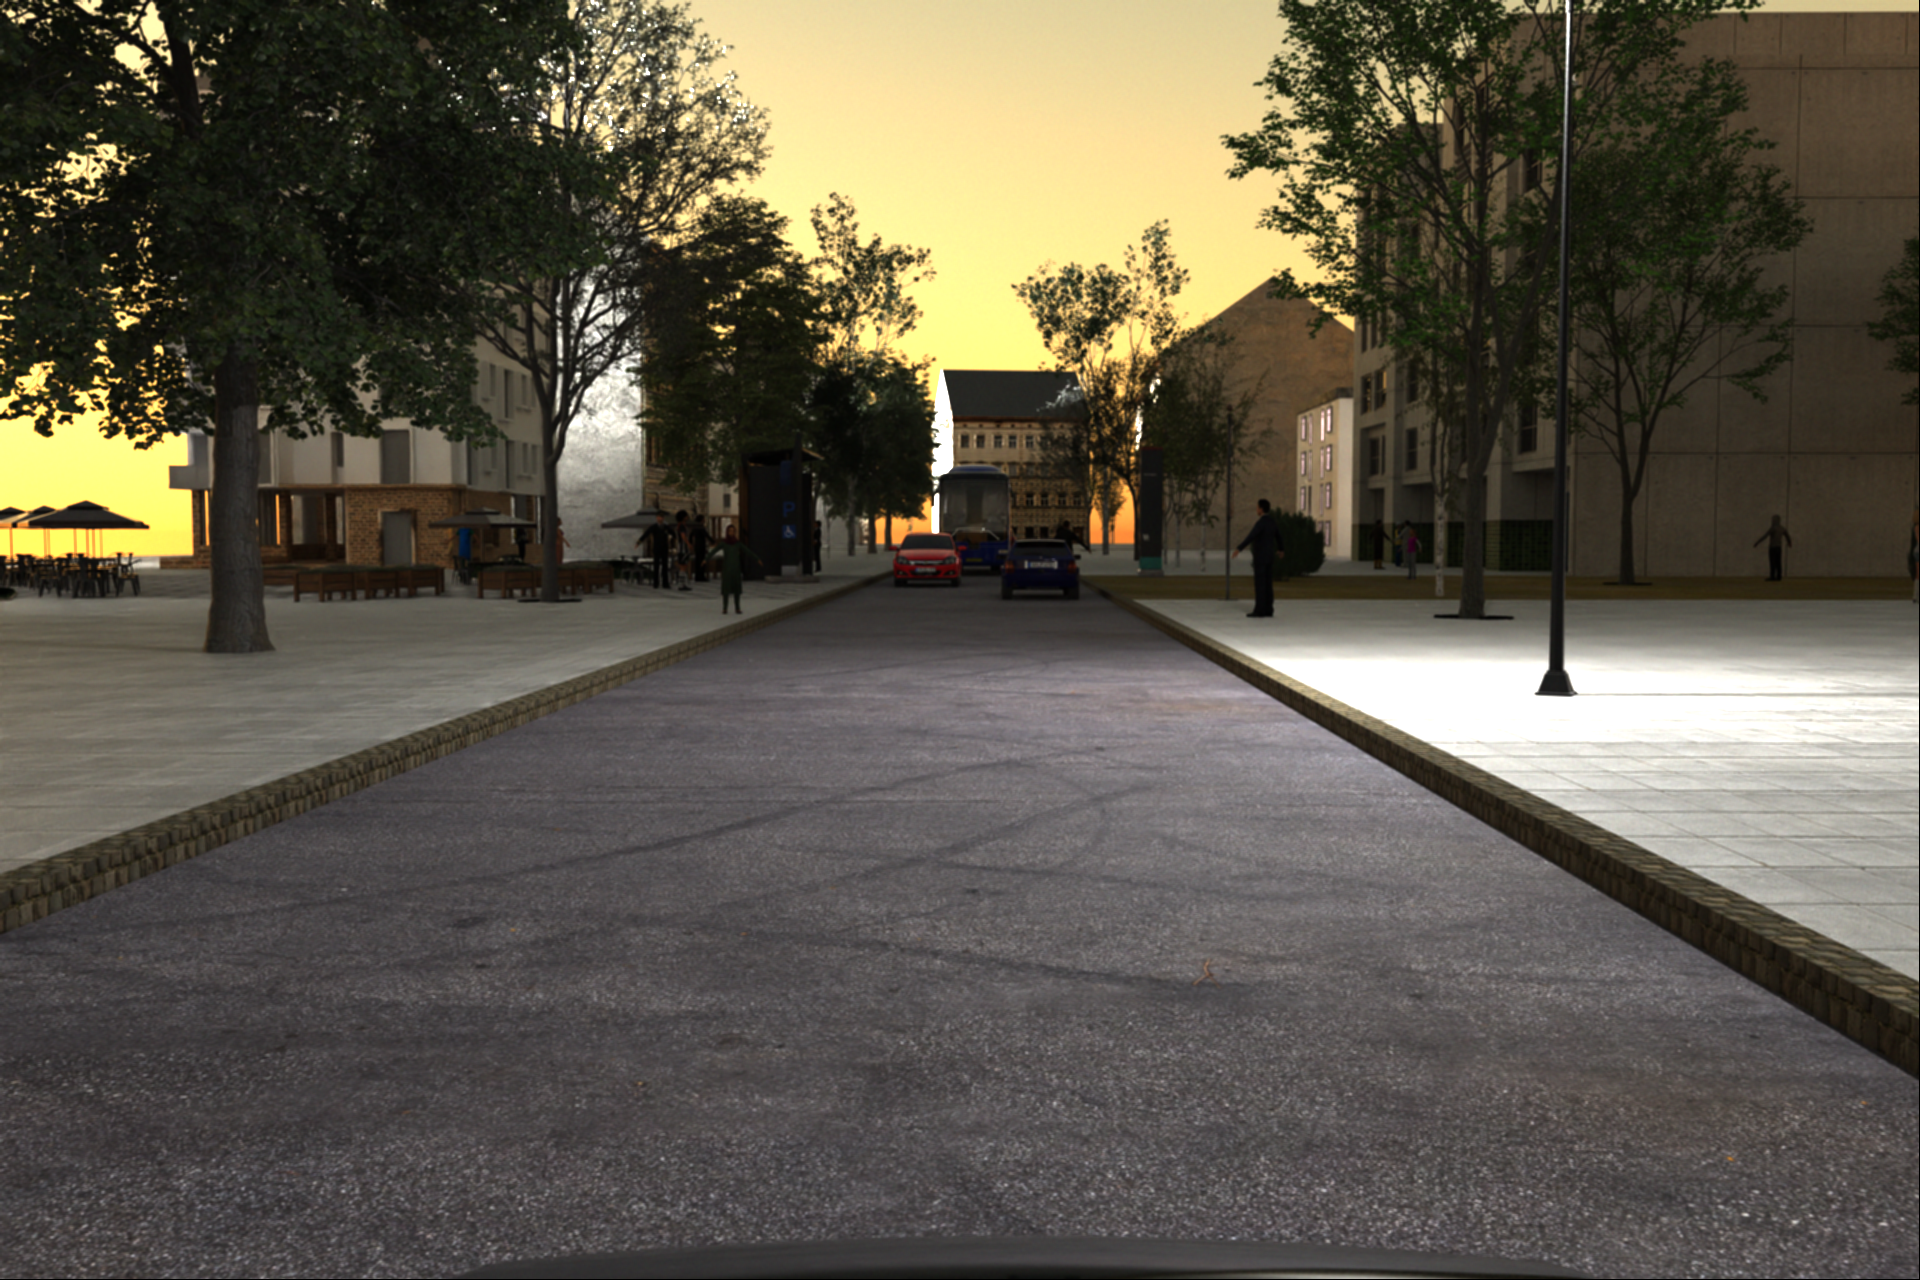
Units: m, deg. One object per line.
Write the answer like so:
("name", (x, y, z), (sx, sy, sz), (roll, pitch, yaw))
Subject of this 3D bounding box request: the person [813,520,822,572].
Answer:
("person", (-4.862, -3.146, 58.156), (0.721, 1.740, 1.216), (0, 4, -6))

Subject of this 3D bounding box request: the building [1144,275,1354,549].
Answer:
("building", (26.817, -19.925, 156.702), (19.493, 23.208, 18.063), (0, 4, 1))

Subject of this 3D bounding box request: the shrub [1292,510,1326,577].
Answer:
("shrub", (10.234, -2.916, 52.099), (1.690, 2.028, 1.600), (0, 3, 0))

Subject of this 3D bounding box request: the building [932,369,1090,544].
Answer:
("building", (6.518, -24.324, 231.089), (18.063, 23.208, 19.493), (-1, 4, -8))

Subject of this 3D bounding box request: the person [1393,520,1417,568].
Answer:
("person", (16.935, -3.640, 65.700), (1.347, 1.806, 0.705), (-2, 4, -34))

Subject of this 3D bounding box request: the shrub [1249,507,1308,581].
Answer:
("shrub", (8.660, -2.641, 47.215), (1.661, 2.075, 1.752), (0, 3, 0))

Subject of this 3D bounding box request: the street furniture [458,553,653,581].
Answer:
("street furniture", (-11.918, -2.246, 52.341), (5.734, 0.657, 10.072), (0, 4, -8))

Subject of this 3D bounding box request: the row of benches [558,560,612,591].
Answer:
("row of benches", (-8.758, -1.508, 40.111), (1.422, 0.672, 4.104), (0, 4, 1))

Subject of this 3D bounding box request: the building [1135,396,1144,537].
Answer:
("building", (29.237, -21.926, 189.423), (19.493, 23.208, 18.063), (0, 4, 1))

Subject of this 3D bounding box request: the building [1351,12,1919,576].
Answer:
("building", (27.109, -12.298, 67.529), (16.747, 18.905, 31.486), (0, 4, 1))

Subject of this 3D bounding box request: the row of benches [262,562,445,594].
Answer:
("row of benches", (-13.167, -1.352, 37.564), (4.104, 0.672, 1.422), (0, 4, -6))

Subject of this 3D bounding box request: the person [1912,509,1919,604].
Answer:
("person", (17.821, -1.550, 31.952), (0.721, 1.753, 1.214), (2, 4, 33))

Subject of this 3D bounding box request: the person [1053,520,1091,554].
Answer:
("person", (2.883, -2.324, 46.680), (1.346, 1.802, 0.704), (2, 4, 26))

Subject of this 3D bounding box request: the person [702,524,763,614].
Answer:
("person", (-3.664, -1.139, 27.829), (0.989, 1.438, 0.599), (-1, 4, -17))

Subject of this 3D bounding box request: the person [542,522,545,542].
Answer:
("person", (-16.084, -3.751, 67.550), (0.704, 1.802, 1.346), (0, 4, 3))

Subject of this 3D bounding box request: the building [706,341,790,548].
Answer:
("building", (-22.328, -18.785, 163.555), (16.016, 20.090, 11.380), (0, 4, 2))

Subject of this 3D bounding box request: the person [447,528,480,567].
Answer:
("person", (-17.679, -3.404, 61.782), (1.347, 1.817, 0.704), (1, 4, 17))

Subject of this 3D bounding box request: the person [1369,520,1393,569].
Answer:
("person", (15.333, -3.498, 63.327), (0.704, 1.812, 1.346), (-2, 4, -25))

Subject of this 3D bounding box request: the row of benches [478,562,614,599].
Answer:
("row of benches", (-8.597, -1.256, 35.991), (1.422, 0.672, 4.104), (1, 4, 21))

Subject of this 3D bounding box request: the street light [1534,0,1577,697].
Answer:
("street light", (5.301, -2.514, 13.640), (1.470, 5.913, 1.316), (0, 4, 1))

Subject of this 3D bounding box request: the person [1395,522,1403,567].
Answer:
("person", (17.309, -3.763, 67.987), (0.721, 1.772, 1.216), (0, 4, 1))

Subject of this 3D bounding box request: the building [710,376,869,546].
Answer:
("building", (-20.173, -22.693, 201.957), (19.493, 23.208, 18.063), (0, 4, 2))

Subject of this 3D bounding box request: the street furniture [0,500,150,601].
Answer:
("street furniture", (-27.859, -2.363, 43.670), (14.083, 1.986, 27.439), (-2, 4, -29))

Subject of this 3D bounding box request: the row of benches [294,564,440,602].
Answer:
("row of benches", (-11.781, -1.161, 34.451), (1.422, 0.672, 4.104), (1, 4, 16))

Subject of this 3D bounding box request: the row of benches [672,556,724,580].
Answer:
("row of benches", (-7.107, -2.108, 49.923), (1.422, 0.672, 4.104), (1, 4, 21))

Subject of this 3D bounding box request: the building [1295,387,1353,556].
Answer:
("building", (26.083, -9.603, 99.155), (9.099, 9.664, 28.070), (0, 4, 1))

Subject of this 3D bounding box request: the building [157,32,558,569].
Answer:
("building", (-23.201, -12.735, 64.633), (16.016, 20.090, 11.380), (0, 4, 0))

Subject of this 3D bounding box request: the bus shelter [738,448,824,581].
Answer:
("bus shelter", (-5.092, -3.596, 50.073), (1.731, 3.624, 6.357), (0, 4, 1))

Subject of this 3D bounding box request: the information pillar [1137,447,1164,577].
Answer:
("information pillar", (5.713, -3.820, 51.838), (0.750, 3.857, 0.750), (0, 4, 1))

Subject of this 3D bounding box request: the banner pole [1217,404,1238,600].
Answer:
("banner pole", (5.196, -2.647, 33.302), (0.401, 3.779, 0.863), (0, 4, 1))

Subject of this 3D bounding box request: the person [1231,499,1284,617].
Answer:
("person", (4.673, -1.270, 26.816), (0.704, 1.823, 1.345), (3, 5, 43))

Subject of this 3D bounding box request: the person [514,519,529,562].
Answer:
("person", (-16.658, -3.679, 65.937), (0.705, 1.856, 1.354), (-2, 4, -24))

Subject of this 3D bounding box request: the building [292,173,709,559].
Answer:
("building", (-25.174, -16.336, 98.028), (19.493, 23.208, 18.063), (0, 4, 2))
